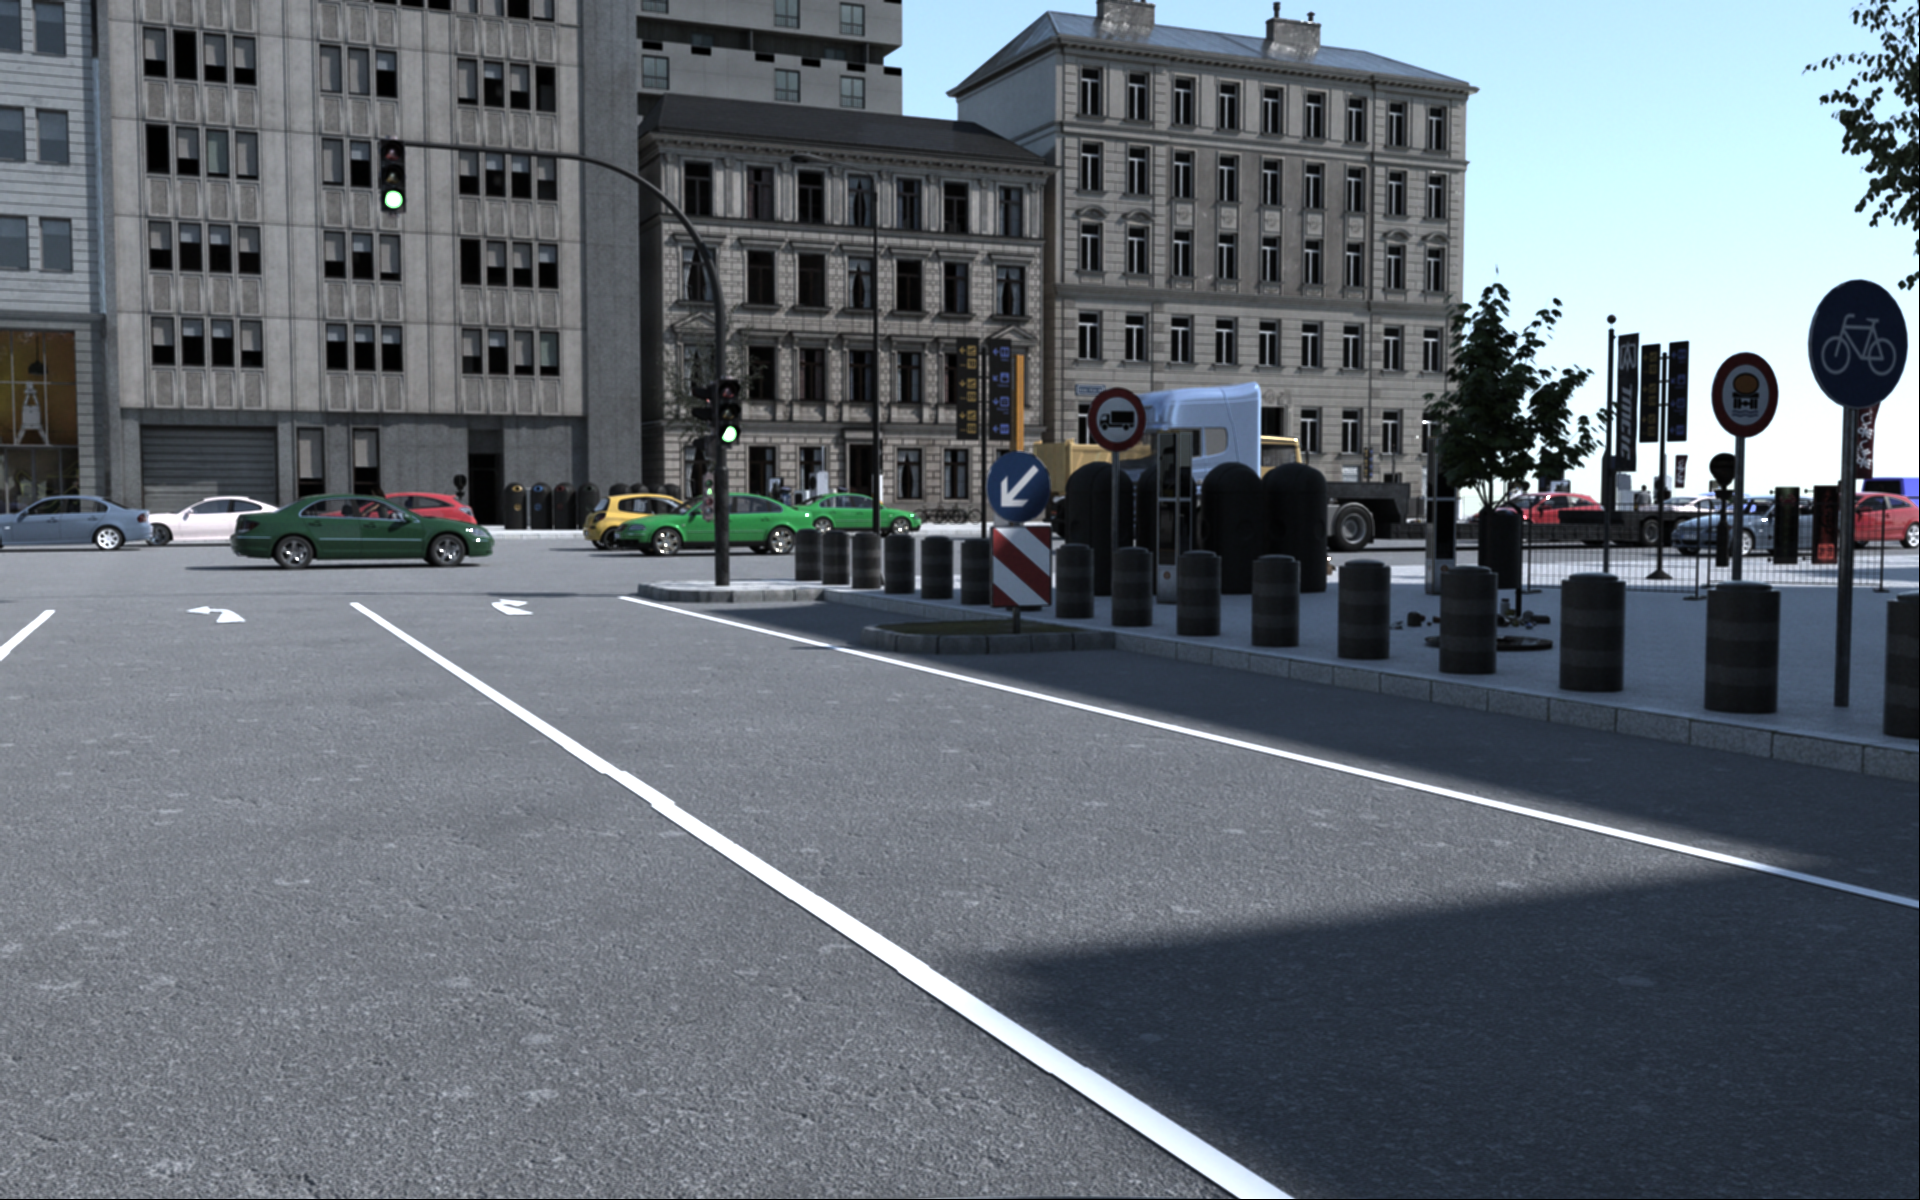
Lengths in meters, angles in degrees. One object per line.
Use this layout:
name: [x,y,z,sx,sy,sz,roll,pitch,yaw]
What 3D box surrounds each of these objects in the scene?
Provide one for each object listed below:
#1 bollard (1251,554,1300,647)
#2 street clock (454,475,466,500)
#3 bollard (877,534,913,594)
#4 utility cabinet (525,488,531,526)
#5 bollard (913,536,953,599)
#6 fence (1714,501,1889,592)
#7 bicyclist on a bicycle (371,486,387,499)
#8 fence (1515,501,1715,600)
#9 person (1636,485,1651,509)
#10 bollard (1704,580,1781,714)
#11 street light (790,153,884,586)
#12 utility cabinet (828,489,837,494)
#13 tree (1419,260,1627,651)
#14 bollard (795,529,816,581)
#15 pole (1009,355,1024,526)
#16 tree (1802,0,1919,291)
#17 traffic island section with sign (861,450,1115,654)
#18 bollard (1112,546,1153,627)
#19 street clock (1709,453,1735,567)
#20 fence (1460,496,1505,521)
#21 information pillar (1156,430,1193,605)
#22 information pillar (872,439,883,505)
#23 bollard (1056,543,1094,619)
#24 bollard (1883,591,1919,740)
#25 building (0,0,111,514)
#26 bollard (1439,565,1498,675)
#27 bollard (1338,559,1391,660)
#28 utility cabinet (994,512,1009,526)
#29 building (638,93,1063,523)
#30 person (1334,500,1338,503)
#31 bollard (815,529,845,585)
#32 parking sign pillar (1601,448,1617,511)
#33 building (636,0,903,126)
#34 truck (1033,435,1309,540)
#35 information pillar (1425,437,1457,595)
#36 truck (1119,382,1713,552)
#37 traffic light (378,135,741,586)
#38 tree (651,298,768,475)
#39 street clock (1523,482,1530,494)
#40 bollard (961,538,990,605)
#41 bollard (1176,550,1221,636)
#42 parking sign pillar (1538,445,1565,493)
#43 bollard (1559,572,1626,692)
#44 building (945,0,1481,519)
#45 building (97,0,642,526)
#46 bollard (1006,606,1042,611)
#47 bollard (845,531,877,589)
bollard: [2.675,0.003,14.675,0.404,0.777,0.398,0,3,0]
street clock: [-18.753,-3.696,65.007,0.358,2.002,0.471,1,4,22]
bollard: [-0.781,-0.470,22.401,0.404,0.777,0.398,0,3,0]
utility cabinet: [-16.701,-3.613,67.758,1.173,1.500,0.318,1,4,15]
bollard: [-0.281,-0.402,21.291,0.404,0.777,0.398,0,3,0]
fence: [11.211,-0.738,23.271,2.264,1.192,0.480,2,4,26]
bicyclist on a bicycle: [-13.414,-1.816,39.706,1.625,1.676,1.499,-2,4,-26]
fence: [8.185,-0.646,21.769,2.264,1.192,0.480,3,5,40]
person: [27.447,-3.730,69.684,0.606,1.804,0.583,-1,4,-10]
bollard: [4.642,0.271,10.281,0.404,0.777,0.398,0,3,0]
street light: [-1.672,-3.148,24.004,1.470,5.913,1.316,-2,4,-24]
utility cabinet: [-5.787,-3.958,73.386,1.173,1.500,0.318,2,4,26]
tree: [4.363,-1.214,14.443,1.663,3.219,1.824,0,3,0]
bollard: [-2.249,-0.671,25.694,0.404,0.777,0.398,0,3,0]
pole: [0.831,-1.935,25.481,0.158,3.312,0.155,0,3,0]
tree: [11.403,-4.198,19.005,4.737,8.622,4.395,0,3,0]
traffic island section with sign: [0.134,-0.481,16.486,1.989,1.847,2.006,-2,4,-24]
bollard: [1.681,-0.133,16.896,0.404,0.777,0.398,0,3,0]
street clock: [13.483,-1.591,30.580,0.471,2.002,0.358,2,4,33]
fence: [24.393,-4.250,80.689,0.480,1.192,2.264,-3,5,-44]
information pillar: [2.503,-0.962,20.228,0.304,2.012,0.304,3,5,40]
information pillar: [-3.511,-5.050,73.919,0.504,3.616,0.183,-2,4,-30]
bollard: [1.194,-0.200,17.995,0.404,0.777,0.398,0,3,0]
bollard: [5.131,0.339,9.183,0.404,0.777,0.398,0,3,0]
building: [-47.375,-17.426,62.400,29.804,29.767,11.434,-2,4,-24]
bollard: [3.662,0.137,12.476,0.404,0.777,0.398,0,3,0]
bollard: [3.169,0.070,13.579,0.404,0.777,0.398,0,3,0]
utility cabinet: [1.821,-3.452,67.602,1.020,1.237,0.306,0,4,0]
building: [-6.227,-13.212,80.645,19.286,19.102,10.561,-2,4,-24]
person: [10.817,-2.230,49.632,0.373,1.253,0.362,-1,4,-17]
bollard: [-1.762,-0.604,24.596,0.404,0.777,0.398,0,3,0]
parking sign pillar: [32.853,-6.069,87.699,1.447,3.967,1.447,0,4,6]
building: [-20.974,-33.511,137.141,28.713,52.752,27.495,-2,4,-24]
truck: [7.284,-3.701,56.433,9.791,3.379,3.469,-1,4,-23]
information pillar: [6.136,-1.075,22.076,0.304,2.012,0.304,0,4,-4]
truck: [12.050,-3.360,44.696,18.799,4.110,2.967,-1,4,-23]
traffic light: [-5.233,-2.965,23.144,4.771,5.953,1.251,-2,4,-24]
tree: [-9.179,-6.949,63.971,4.360,8.622,3.978,0,3,0]
street clock: [32.111,-5.740,98.422,0.471,2.002,0.358,3,4,36]
bollard: [0.208,-0.335,20.193,0.404,0.777,0.398,0,3,0]
bollard: [2.178,-0.066,15.789,0.404,0.777,0.398,0,3,0]
parking sign pillar: [32.601,-6.545,95.475,1.447,3.967,1.447,3,4,39]
bollard: [4.154,0.204,11.379,0.404,0.777,0.398,0,3,0]
building: [13.218,-17.982,91.264,25.104,27.353,12.463,-2,4,-24]
building: [-24.783,-15.591,72.930,19.932,24.808,12.078,-2,4,-24]
bollard: [0.704,-0.268,19.092,0.404,0.777,0.398,0,3,0]
bollard: [-1.270,-0.537,23.499,0.404,0.777,0.398,0,3,0]
